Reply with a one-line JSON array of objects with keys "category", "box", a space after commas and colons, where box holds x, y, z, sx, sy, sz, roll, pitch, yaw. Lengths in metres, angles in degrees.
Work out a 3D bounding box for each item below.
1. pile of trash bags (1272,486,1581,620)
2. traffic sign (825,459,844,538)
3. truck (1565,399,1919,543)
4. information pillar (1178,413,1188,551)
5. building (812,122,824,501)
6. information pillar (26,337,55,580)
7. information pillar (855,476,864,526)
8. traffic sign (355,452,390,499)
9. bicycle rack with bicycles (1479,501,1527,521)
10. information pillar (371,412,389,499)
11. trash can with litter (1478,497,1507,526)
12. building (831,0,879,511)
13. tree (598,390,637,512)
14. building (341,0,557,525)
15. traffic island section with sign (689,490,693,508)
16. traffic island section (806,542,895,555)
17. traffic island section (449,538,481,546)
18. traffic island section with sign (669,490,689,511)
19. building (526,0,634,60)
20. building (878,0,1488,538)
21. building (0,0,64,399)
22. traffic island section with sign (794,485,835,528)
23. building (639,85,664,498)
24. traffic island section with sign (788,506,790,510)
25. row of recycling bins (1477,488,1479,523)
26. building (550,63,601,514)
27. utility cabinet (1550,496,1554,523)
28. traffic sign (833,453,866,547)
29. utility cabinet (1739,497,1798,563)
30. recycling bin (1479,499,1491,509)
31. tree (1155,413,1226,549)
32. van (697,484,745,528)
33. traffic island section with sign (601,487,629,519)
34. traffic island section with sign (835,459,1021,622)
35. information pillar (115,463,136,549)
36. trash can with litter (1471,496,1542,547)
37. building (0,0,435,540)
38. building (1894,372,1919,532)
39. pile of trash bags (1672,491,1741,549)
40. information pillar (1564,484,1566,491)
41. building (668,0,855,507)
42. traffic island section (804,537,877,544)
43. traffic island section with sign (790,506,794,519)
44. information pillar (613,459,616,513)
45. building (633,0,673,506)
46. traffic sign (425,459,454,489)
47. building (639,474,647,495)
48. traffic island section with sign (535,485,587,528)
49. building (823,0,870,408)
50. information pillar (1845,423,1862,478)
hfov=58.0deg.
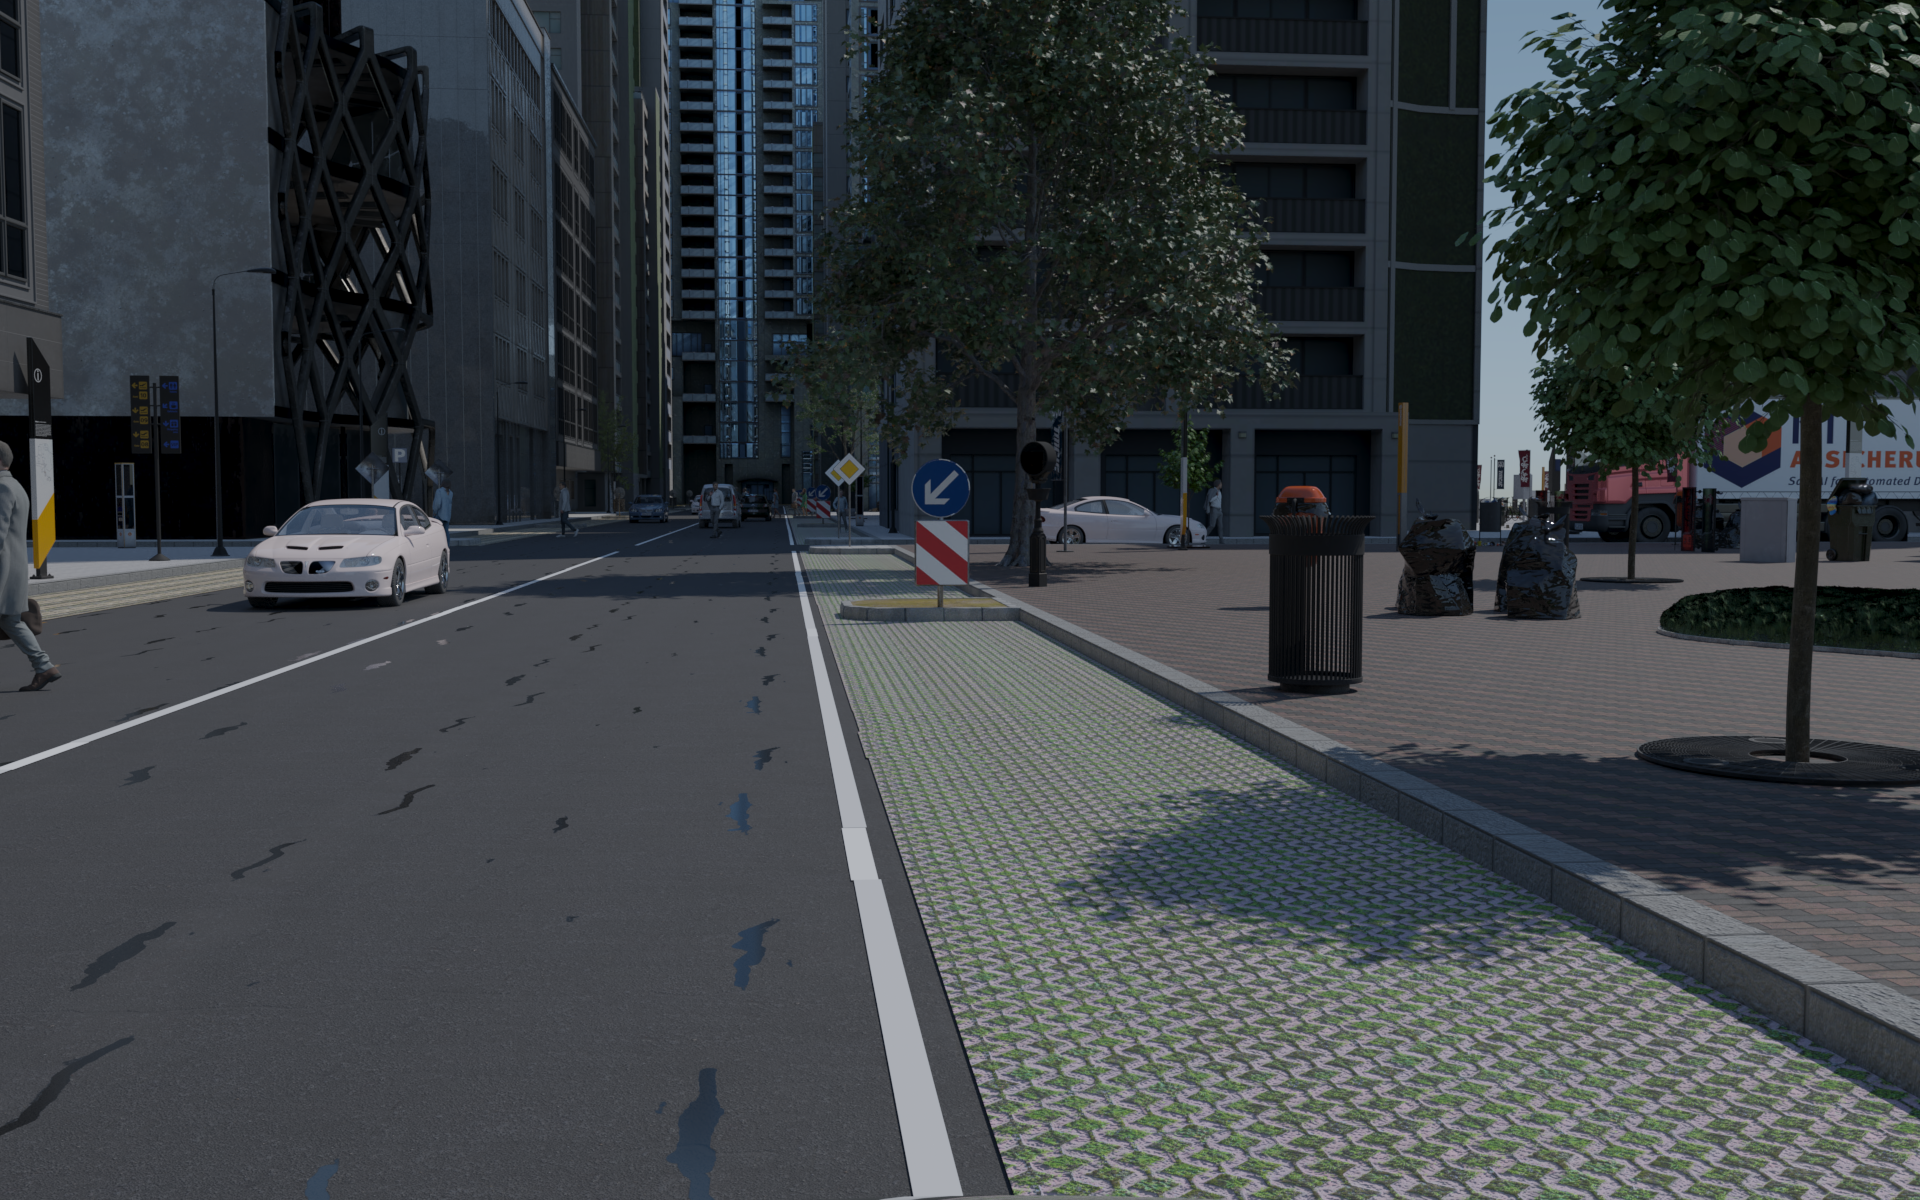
[{"category": "pile of trash bags", "box": [5.104, -0.569, 19.056, 3.447, 1.369, 1.912, 2, 4, 28]}, {"category": "traffic sign", "box": [-3.509, -2.837, 50.028, 0.795, 2.450, 0.064, 0, 4, -6]}, {"category": "truck", "box": [22.161, -3.640, 48.426, 11.283, 4.237, 2.839, 0, 4, -4]}, {"category": "information pillar", "box": [5.080, -2.933, 39.309, 0.183, 3.616, 0.504, 0, 4, 1]}, {"category": "building", "box": [-9.491, -31.217, 193.986, 14.154, 41.232, 14.086, 0, 4, -6]}, {"category": "information pillar", "box": [-13.864, -2.127, 26.127, 0.183, 3.616, 0.504, 0, 4, 1]}, {"category": "information pillar", "box": [-4.006, -3.950, 69.080, 0.304, 2.012, 0.304, -1, 4, -9]}, {"category": "traffic sign", "box": [-13.875, -2.282, 40.953, 0.795, 2.450, 0.064, 0, 4, -6]}, {"category": "bicycle rack with bicycles", "box": [26.850, -4.314, 83.914, 2.852, 0.926, 2.925, -1, 4, -14]}, {"category": "information pillar", "box": [-16.548, -3.555, 49.471, 0.504, 3.616, 0.183, 0, 4, 4]}, {"category": "trash can with litter", "box": [21.149, -3.510, 68.779, 1.055, 1.170, 0.624, 2, 4, 34]}, {"category": "building", "box": [-0.262, -50.723, 141.990, 22.319, 86.520, 31.000, 0, 4, -6]}, {"category": "tree", "box": [-24.360, -10.426, 120.822, 4.737, 8.622, 4.395, 0, 3, 0]}, {"category": "building", "box": [-26.149, -16.012, 79.820, 12.078, 24.808, 19.932, 0, 4, -6]}, {"category": "traffic island section with sign", "box": [-27.761, -10.372, 178.211, 1.989, 1.847, 2.006, 0, 4, -6]}, {"category": "traffic island section", "box": [-2.665, -1.216, 42.165, 2.009, 0.180, 2.903, 0, 4, -6]}, {"category": "traffic island section", "box": [-14.719, -1.631, 48.955, 2.009, 0.180, 2.903, 0, 4, -6]}, {"category": "traffic island section with sign", "box": [-24.937, -8.705, 150.960, 1.989, 1.847, 2.006, 0, 4, -6]}, {"category": "building", "box": [-31.840, -27.258, 129.255, 14.154, 41.232, 14.086, 0, 4, -6]}, {"category": "building", "box": [7.868, -37.997, 59.499, 20.611, 71.187, 20.563, 0, 4, -6]}, {"category": "building", "box": [-20.186, -13.562, 15.251, 14.314, 27.812, 24.014, 0, 4, -6]}, {"category": "traffic island section with sign", "box": [-6.018, -4.034, 74.577, 1.989, 1.847, 2.006, 0, 4, -6]}, {"category": "building", "box": [-36.588, -29.648, 168.336, 14.154, 41.232, 14.086, 0, 4, -6]}, {"category": "traffic island section with sign", "box": [-14.002, -8.756, 151.785, 1.989, 1.847, 2.006, 0, 4, -6]}, {"category": "row of recycling bins", "box": [21.826, -4.335, 77.986, 1.069, 1.692, 3.534, -3, 4, -36]}, {"category": "building", "box": [-29.706, -18.883, 102.240, 14.314, 27.812, 24.014, 0, 4, -6]}, {"category": "utility cabinet", "box": [24.084, -3.544, 69.114, 0.306, 1.237, 1.020, -3, 5, -40]}, {"category": "traffic sign", "box": [-2.688, -2.351, 42.085, 0.795, 2.450, 0.064, 0, 4, -6]}, {"category": "utility cabinet", "box": [15.327, -1.326, 32.843, 0.306, 1.237, 1.020, -2, 4, -28]}, {"category": "recycling bin", "box": [28.335, -4.991, 94.160, 0.722, 1.027, 0.722, -3, 4, -36]}, {"category": "tree", "box": [5.567, -2.852, 41.224, 1.663, 3.219, 1.824, 0, 3, 0]}, {"category": "van", "box": [-10.230, -4.091, 73.893, 2.013, 2.044, 4.112, 0, 4, -5]}, {"category": "traffic island section with sign", "box": [-19.720, -5.620, 100.510, 1.989, 1.847, 2.006, 0, 4, -6]}, {"category": "traffic island section with sign", "box": [-0.397, -0.712, 20.265, 1.989, 1.847, 2.006, 0, 4, -6]}, {"category": "information pillar", "box": [-19.717, -2.228, 40.924, 0.304, 2.012, 0.304, 2, 4, 33]}, {"category": "trash can with litter", "box": [13.433, -1.929, 42.595, 2.233, 1.210, 1.678, 2, 4, 25]}, {"category": "building", "box": [-26.122, -11.529, 55.958, 16.820, 18.784, 16.811, 0, 4, -6]}, {"category": "building", "box": [34.948, -23.036, 60.235, 14.086, 41.232, 14.154, 0, 4, -6]}, {"category": "pile of trash bags", "box": [18.587, -1.993, 42.330, 1.912, 1.369, 3.447, -1, 4, -13]}, {"category": "information pillar", "box": [42.468, -7.140, 121.224, 0.304, 2.012, 0.304, 1, 4, 8]}, {"category": "building", "box": [-29.563, -55.304, 216.890, 31.000, 86.520, 22.319, 0, 4, -6]}, {"category": "traffic island section", "box": [-3.486, -1.702, 50.108, 2.009, 0.180, 2.903, 0, 4, -6]}, {"category": "traffic island section with sign", "box": [-8.790, -5.674, 101.389, 1.989, 1.847, 2.006, 0, 4, -6]}, {"category": "information pillar", "box": [-23.085, -7.609, 115.762, 0.183, 3.616, 0.504, 0, 4, -6]}, {"category": "building", "box": [-45.609, -39.397, 186.140, 28.212, 58.520, 21.231, 0, 4, -6]}, {"category": "traffic sign", "box": [-14.696, -2.768, 48.896, 0.795, 2.450, 0.064, 0, 4, -6]}, {"category": "building", "box": [-43.606, -27.870, 147.550, 32.217, 40.220, 23.993, 0, 4, -6]}, {"category": "traffic island section with sign", "box": [-16.949, -3.980, 73.697, 1.989, 1.847, 2.006, 0, 4, -6]}, {"category": "building", "box": [-3.098, -38.583, 172.823, 21.231, 58.520, 28.212, 0, 4, -6]}, {"category": "information pillar", "box": [18.095, -2.675, 35.099, 0.504, 3.616, 0.183, -2, 4, -35]}]
